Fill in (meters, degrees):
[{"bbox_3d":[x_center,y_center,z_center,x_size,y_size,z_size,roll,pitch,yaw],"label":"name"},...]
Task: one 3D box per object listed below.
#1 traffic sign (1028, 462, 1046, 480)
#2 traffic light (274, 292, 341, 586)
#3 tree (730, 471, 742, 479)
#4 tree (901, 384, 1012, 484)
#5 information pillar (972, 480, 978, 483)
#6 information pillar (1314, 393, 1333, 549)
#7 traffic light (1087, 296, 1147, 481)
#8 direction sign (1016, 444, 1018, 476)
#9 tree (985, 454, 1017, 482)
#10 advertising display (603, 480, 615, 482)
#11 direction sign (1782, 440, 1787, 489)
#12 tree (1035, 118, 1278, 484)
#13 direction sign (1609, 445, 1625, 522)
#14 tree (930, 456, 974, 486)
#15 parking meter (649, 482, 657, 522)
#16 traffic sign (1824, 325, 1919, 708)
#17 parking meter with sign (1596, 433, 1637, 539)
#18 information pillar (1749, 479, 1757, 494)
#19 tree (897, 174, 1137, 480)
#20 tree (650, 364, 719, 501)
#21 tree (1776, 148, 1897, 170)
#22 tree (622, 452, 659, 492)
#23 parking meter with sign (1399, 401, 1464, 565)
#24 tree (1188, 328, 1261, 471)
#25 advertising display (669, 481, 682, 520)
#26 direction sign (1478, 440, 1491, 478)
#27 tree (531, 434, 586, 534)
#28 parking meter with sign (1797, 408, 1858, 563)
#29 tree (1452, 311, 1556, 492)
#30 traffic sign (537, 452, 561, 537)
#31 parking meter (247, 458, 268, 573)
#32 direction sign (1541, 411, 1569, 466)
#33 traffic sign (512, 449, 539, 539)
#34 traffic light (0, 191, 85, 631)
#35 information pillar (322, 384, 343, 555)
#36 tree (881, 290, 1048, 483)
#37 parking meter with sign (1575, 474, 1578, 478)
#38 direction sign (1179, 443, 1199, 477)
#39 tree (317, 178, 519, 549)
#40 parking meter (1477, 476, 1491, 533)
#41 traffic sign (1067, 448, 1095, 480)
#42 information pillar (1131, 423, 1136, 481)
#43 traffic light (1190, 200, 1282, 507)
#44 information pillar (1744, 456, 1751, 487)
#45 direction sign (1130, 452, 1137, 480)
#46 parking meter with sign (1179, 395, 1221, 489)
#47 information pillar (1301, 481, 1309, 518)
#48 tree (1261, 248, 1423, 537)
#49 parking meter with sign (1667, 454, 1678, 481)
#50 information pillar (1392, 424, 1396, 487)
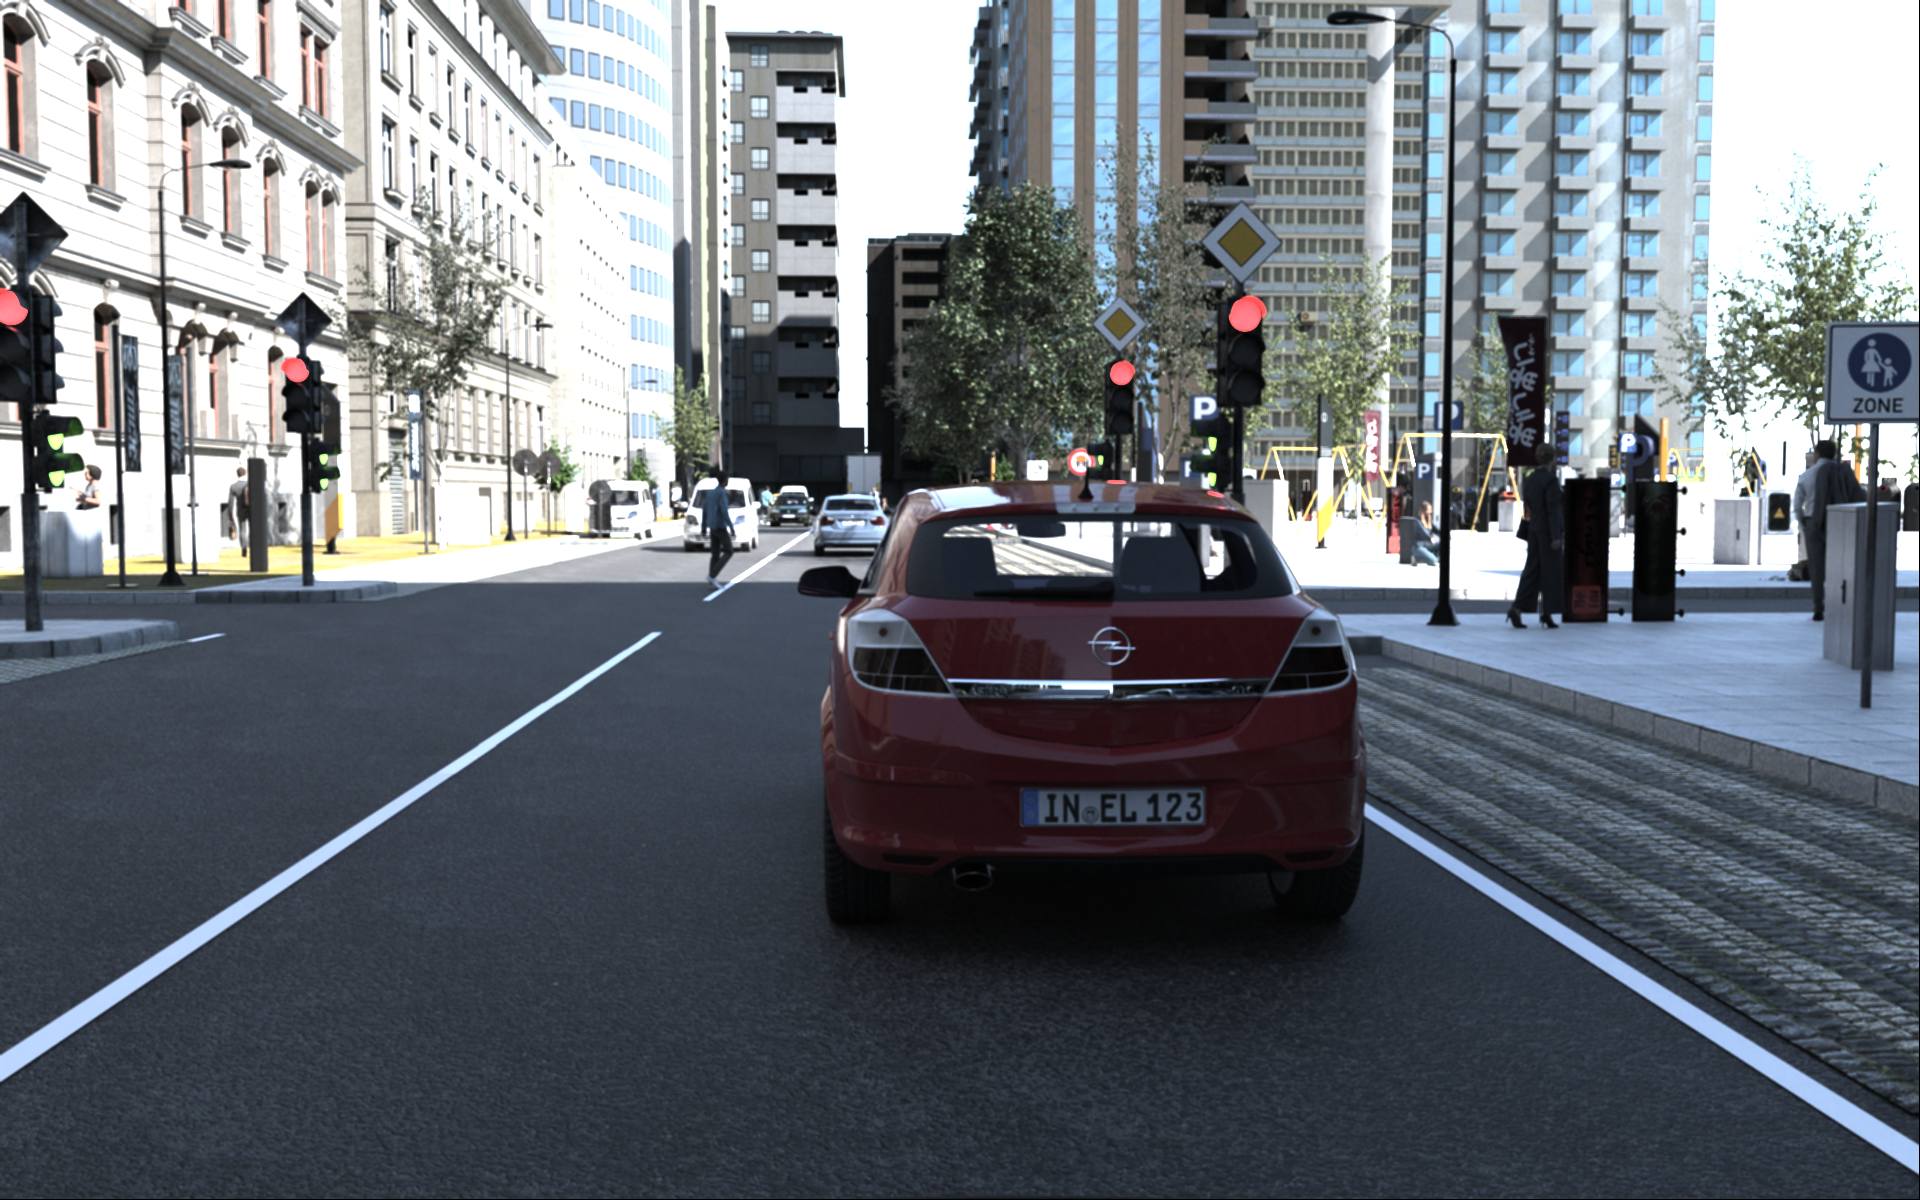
[{"bbox_3d":[2.402,-3.170,53.967,0.606,2.300,0.079,0,4,-3],"label":"traffic sign"},{"bbox_3d":[-9.100,-2.152,24.106,0.839,4.253,0.868,0,4,-3],"label":"traffic light"},{"bbox_3d":[-17.580,-8.561,134.574,1.663,3.219,1.824,0,3,0],"label":"tree"},{"bbox_3d":[-0.179,-10.511,106.266,7.601,10.594,8.767,0,4,5],"label":"tree"},{"bbox_3d":[0.791,-5.256,90.421,0.304,2.012,0.304,0,4,-1],"label":"information pillar"},{"bbox_3d":[8.490,-2.996,40.345,0.504,3.616,0.183,-3,5,-40],"label":"information pillar"},{"bbox_3d":[2.244,-2.190,24.734,0.839,4.253,0.868,0,4,-3],"label":"traffic light"},{"bbox_3d":[2.882,-5.174,76.597,0.876,3.537,0.379,1,4,19],"label":"direction sign"},{"bbox_3d":[1.941,-5.330,81.750,1.663,3.219,1.824,0,3,0],"label":"tree"},{"bbox_3d":[-16.116,-4.533,79.324,0.974,1.923,0.123,3,4,38],"label":"advertising display"},{"bbox_3d":[34.844,-4.971,73.265,0.379,3.537,0.876,1,4,16],"label":"direction sign"},{"bbox_3d":[3.798,-5.095,33.672,4.360,8.622,3.978,0,3,0],"label":"tree"},{"bbox_3d":[30.408,-5.385,80.049,0.876,3.537,0.379,0,4,1],"label":"direction sign"},{"bbox_3d":[-0.643,-9.030,131.358,4.285,4.588,4.351,0,3,0],"label":"tree"},{"bbox_3d":[-14.406,-4.602,80.955,0.255,1.863,0.399,2,4,31],"label":"parking meter"},{"bbox_3d":[5.444,-0.502,10.342,0.606,2.300,0.079,0,4,5],"label":"traffic sign"},{"bbox_3d":[18.919,-3.315,50.467,0.543,3.016,1.738,-1,4,-13],"label":"parking meter with sign"},{"bbox_3d":[39.963,-5.065,87.303,0.304,2.012,0.304,3,4,38],"label":"information pillar"},{"bbox_3d":[2.174,-8.900,62.517,9.611,12.733,9.660,0,3,0],"label":"tree"},{"bbox_3d":[-15.303,-9.003,97.567,4.737,8.622,4.395,0,3,0],"label":"tree"},{"bbox_3d":[18.147,-5.267,36.474,4.737,8.622,4.395,0,3,0],"label":"tree"},{"bbox_3d":[-14.474,-5.141,78.653,1.663,3.219,1.824,0,3,0],"label":"tree"},{"bbox_3d":[8.687,-2.188,32.039,0.543,3.016,1.738,3,4,38],"label":"parking meter with sign"},{"bbox_3d":[11.021,-7.182,67.781,4.737,8.622,4.395,0,3,0],"label":"tree"},{"bbox_3d":[-13.979,-4.889,85.142,0.123,1.923,0.974,1,4,21],"label":"advertising display"},{"bbox_3d":[22.065,-4.947,72.879,0.379,3.537,0.876,-1,4,-17],"label":"direction sign"},{"bbox_3d":[-13.171,-3.746,55.850,1.663,3.219,1.824,0,3,0],"label":"tree"},{"bbox_3d":[15.474,-2.128,31.050,0.543,3.016,1.738,1,4,9],"label":"parking meter with sign"},{"bbox_3d":[21.780,-7.253,68.944,4.737,8.622,4.395,0,3,0],"label":"tree"},{"bbox_3d":[-12.387,-3.183,52.140,0.768,2.556,0.104,0,4,3],"label":"traffic sign"},{"bbox_3d":[-11.504,-1.386,28.378,0.255,1.863,0.399,-1,4,-17],"label":"parking meter"},{"bbox_3d":[16.214,-3.394,47.496,0.876,3.537,0.379,1,4,12],"label":"direction sign"},{"bbox_3d":[-12.332,-3.001,49.175,0.768,2.556,0.104,0,4,2],"label":"traffic sign"},{"bbox_3d":[-8.669,-1.664,16.133,0.839,4.253,0.868,0,4,-3],"label":"traffic light"},{"bbox_3d":[-13.320,-2.776,36.750,0.504,3.616,0.183,2,4,31],"label":"information pillar"},{"bbox_3d":[0.534,-11.364,96.178,12.009,13.543,11.850,0,3,0],"label":"tree"},{"bbox_3d":[22.032,-4.075,62.883,1.738,3.016,0.543,-1,4,-16],"label":"parking meter with sign"},{"bbox_3d":[10.214,-5.222,77.376,0.876,3.537,0.379,0,4,1],"label":"direction sign"},{"bbox_3d":[-12.251,-5.488,40.099,4.360,8.622,3.978,0,3,0],"label":"tree"},{"bbox_3d":[17.329,-3.154,57.271,0.399,1.863,0.255,2,4,33],"label":"parking meter"},{"bbox_3d":[3.372,-2.948,48.306,0.768,2.556,0.104,0,4,4],"label":"traffic sign"},{"bbox_3d":[5.546,-3.926,55.545,0.183,3.616,0.504,0,4,-2],"label":"information pillar"},{"bbox_3d":[2.675,-1.703,16.760,0.839,4.253,0.868,0,4,-3],"label":"traffic light"},{"bbox_3d":[45.314,-6.616,99.518,0.504,3.616,0.183,3,4,38],"label":"information pillar"},{"bbox_3d":[9.609,-6.208,93.501,0.876,3.537,0.379,-1,4,-13],"label":"direction sign"},{"bbox_3d":[4.030,-2.054,29.842,0.543,3.016,1.738,1,4,21],"label":"parking meter with sign"},{"bbox_3d":[18.704,-5.471,93.947,0.304,2.012,0.304,-1,4,-19],"label":"information pillar"},{"bbox_3d":[11.590,-6.171,51.258,4.737,8.622,4.395,0,3,0],"label":"tree"},{"bbox_3d":[31.145,-4.860,75.727,0.543,3.016,1.738,2,4,27],"label":"parking meter with sign"},{"bbox_3d":[14.365,-4.036,57.344,0.183,3.616,0.504,1,4,9],"label":"information pillar"}]
